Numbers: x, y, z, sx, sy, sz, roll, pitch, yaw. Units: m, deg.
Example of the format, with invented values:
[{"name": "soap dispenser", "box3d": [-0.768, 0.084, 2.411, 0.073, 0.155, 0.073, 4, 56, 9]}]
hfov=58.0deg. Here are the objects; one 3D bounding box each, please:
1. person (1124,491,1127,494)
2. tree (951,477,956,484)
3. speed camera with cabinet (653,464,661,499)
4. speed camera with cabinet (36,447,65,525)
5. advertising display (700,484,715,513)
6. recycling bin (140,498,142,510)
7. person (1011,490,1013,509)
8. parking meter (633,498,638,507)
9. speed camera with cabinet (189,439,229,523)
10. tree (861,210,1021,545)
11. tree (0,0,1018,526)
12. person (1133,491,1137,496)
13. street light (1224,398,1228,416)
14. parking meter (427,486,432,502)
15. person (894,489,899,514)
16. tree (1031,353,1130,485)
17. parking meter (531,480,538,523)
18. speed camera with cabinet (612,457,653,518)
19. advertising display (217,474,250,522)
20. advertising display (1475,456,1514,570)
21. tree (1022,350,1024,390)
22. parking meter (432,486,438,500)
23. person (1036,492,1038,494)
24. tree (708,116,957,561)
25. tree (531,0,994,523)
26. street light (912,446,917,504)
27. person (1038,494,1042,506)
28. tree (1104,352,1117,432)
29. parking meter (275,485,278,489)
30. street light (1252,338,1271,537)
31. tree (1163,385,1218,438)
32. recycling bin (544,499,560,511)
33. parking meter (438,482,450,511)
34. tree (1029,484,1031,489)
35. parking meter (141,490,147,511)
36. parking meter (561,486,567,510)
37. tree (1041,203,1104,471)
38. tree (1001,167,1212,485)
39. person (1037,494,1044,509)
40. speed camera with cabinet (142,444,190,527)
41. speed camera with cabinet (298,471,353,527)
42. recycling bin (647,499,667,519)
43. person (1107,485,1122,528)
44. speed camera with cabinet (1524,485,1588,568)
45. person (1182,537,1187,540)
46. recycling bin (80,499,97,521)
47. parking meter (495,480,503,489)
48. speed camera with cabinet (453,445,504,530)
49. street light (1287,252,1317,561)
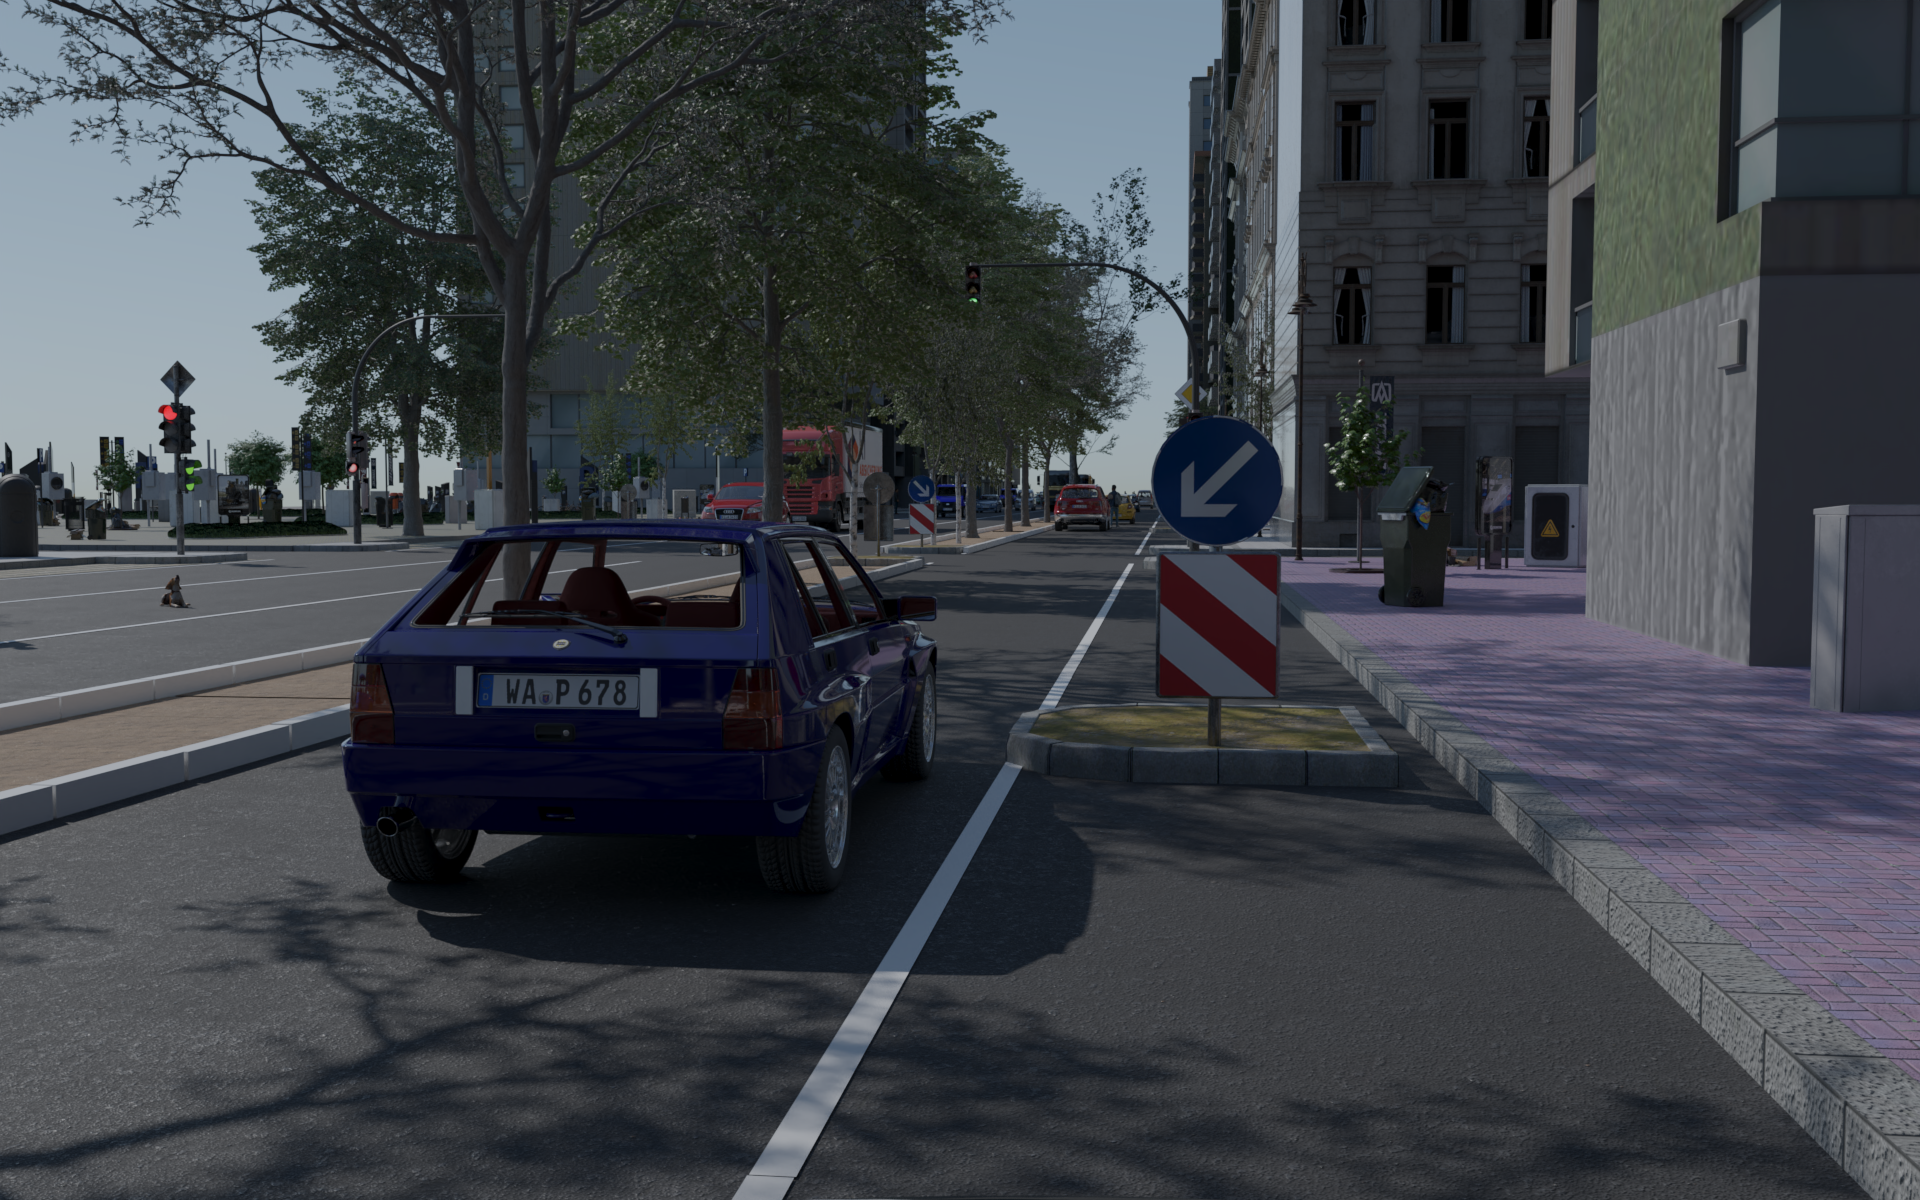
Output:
[{"name": "person", "box3d": [22.014, -13.653, 231.596, 0.599, 1.838, 0.709, 2, 4, 24]}, {"name": "tree", "box3d": [-0.524, -11.871, 188.694, 1.663, 3.219, 1.824, 0, 3, 0]}, {"name": "speed camera with cabinet", "box3d": [-19.933, -7.302, 113.729, 0.660, 3.252, 2.038, -1, 4, -8]}, {"name": "speed camera with cabinet", "box3d": [-38.092, -4.719, 71.489, 0.660, 3.252, 2.038, 2, 4, 30]}, {"name": "advertising display", "box3d": [-16.833, -6.733, 115.302, 0.974, 1.923, 0.123, 0, 4, -4]}, {"name": "recycling bin", "box3d": [-46.547, -5.312, 99.413, 0.722, 1.027, 0.722, 3, 5, 39]}, {"name": "person", "box3d": [4.885, -9.629, 166.024, 0.705, 1.814, 1.350, 0, 4, 6]}, {"name": "parking meter", "box3d": [-21.594, -6.520, 115.006, 0.372, 1.533, 0.369, 0, 3, 0]}, {"name": "speed camera with cabinet", "box3d": [-27.388, -4.227, 63.453, 0.660, 3.252, 2.038, 0, 4, 0]}, {"name": "tree", "box3d": [-0.689, -5.576, 43.994, 4.360, 8.622, 3.978, 0, 3, 0]}, {"name": "tree", "box3d": [-4.078, -6.290, 15.673, 12.009, 13.543, 11.850, 0, 3, 0]}, {"name": "person", "box3d": [22.940, -13.442, 228.263, 1.348, 1.826, 0.705, 2, 4, 29]}, {"name": "street light", "box3d": [12.748, -6.756, 83.245, 0.468, 5.910, 1.993, 0, 4, 7]}, {"name": "parking meter", "box3d": [-37.125, -7.075, 121.388, 0.399, 1.863, 0.255, 2, 4, 35]}, {"name": "person", "box3d": [-4.469, -6.984, 122.705, 0.705, 1.821, 1.348, 0, 4, -3]}, {"name": "tree", "box3d": [7.416, -11.205, 111.417, 9.928, 11.665, 9.643, 0, 3, 0]}, {"name": "parking meter", "box3d": [-17.121, -3.914, 69.700, 0.255, 1.863, 0.399, -1, 4, -13]}, {"name": "speed camera with cabinet", "box3d": [-17.448, -5.964, 91.839, 0.660, 3.252, 2.038, 3, 5, 42]}, {"name": "advertising display", "box3d": [-23.960, -3.176, 57.149, 0.974, 1.923, 0.123, -1, 4, -18]}, {"name": "advertising display", "box3d": [9.113, -1.489, 29.559, 0.974, 1.923, 0.123, -3, 5, -41]}, {"name": "tree", "box3d": [-0.049, -5.903, 49.338, 4.360, 8.622, 3.978, 0, 3, 0]}, {"name": "parking meter", "box3d": [-36.332, -7.027, 120.600, 0.399, 1.863, 0.255, 0, 4, 6]}, {"name": "person", "box3d": [11.414, -15.121, 256.173, 0.568, 1.767, 0.683, -2, 4, -33]}, {"name": "tree", "box3d": [-2.068, -4.934, 33.484, 4.737, 8.622, 4.395, 0, 3, 0]}, {"name": "tree", "box3d": [-2.948, -6.522, 27.225, 7.486, 12.596, 7.792, 0, 3, 0]}, {"name": "street light", "box3d": [-4.018, -11.060, 153.626, 0.468, 5.910, 1.993, 0, 4, 7]}, {"name": "person", "box3d": [9.670, -11.953, 207.157, 0.991, 1.433, 0.599, -3, 5, -40]}, {"name": "tree", "box3d": [2.913, -9.443, 74.976, 7.486, 12.596, 7.792, 0, 3, 0]}, {"name": "parking meter", "box3d": [-36.284, -5.259, 91.688, 0.399, 1.863, 0.255, -2, 4, -25]}, {"name": "street light", "box3d": [8.921, -4.806, 51.360, 0.468, 5.910, 1.993, 0, 4, 7]}, {"name": "tree", "box3d": [28.015, -17.880, 198.994, 9.857, 13.997, 8.962, 0, 3, 0]}, {"name": "recycling bin", "box3d": [-21.540, -4.822, 91.400, 0.722, 1.027, 0.722, 0, 4, -3]}, {"name": "parking meter", "box3d": [-25.293, -4.857, 85.127, 0.255, 1.863, 0.399, 3, 4, 37]}, {"name": "tree", "box3d": [11.063, -17.281, 277.146, 1.663, 3.219, 1.824, 0, 3, 0]}, {"name": "parking meter", "box3d": [-45.613, -5.416, 96.957, 0.372, 1.533, 0.369, 0, 3, 0]}, {"name": "parking meter", "box3d": [-27.157, -6.918, 118.814, 0.399, 1.863, 0.255, 0, 4, 1]}, {"name": "tree", "box3d": [0.427, -8.234, 55.216, 7.486, 12.596, 7.792, 0, 3, 0]}, {"name": "tree", "box3d": [7.654, -14.750, 99.513, 12.611, 20.169, 13.585, 0, 3, 0]}, {"name": "person", "box3d": [7.629, -9.235, 162.673, 0.628, 1.438, 0.799, 2, 4, 24]}, {"name": "speed camera with cabinet", "box3d": [-31.177, -4.532, 68.440, 2.038, 3.252, 0.660, 0, 4, 1]}, {"name": "speed camera with cabinet", "box3d": [-24.981, -4.526, 68.336, 2.038, 3.252, 0.660, 0, 4, 2]}, {"name": "recycling bin", "box3d": [-14.413, -4.271, 82.391, 0.722, 1.027, 0.722, 2, 4, 31]}, {"name": "person", "box3d": [6.348, -3.880, 71.924, 0.794, 1.824, 0.713, 1, 4, 17]}, {"name": "speed camera with cabinet", "box3d": [10.921, -2.186, 30.077, 2.038, 3.252, 0.660, 3, 4, 36]}, {"name": "person", "box3d": [7.306, -2.752, 54.325, 0.643, 1.720, 0.563, 2, 4, 31]}, {"name": "recycling bin", "box3d": [-41.442, -4.271, 82.378, 0.722, 1.027, 0.722, -2, 4, -31]}, {"name": "parking meter", "box3d": [-19.435, -4.137, 73.352, 0.399, 1.863, 0.255, 2, 4, 24]}, {"name": "speed camera with cabinet", "box3d": [-17.168, -4.128, 61.826, 2.038, 3.252, 0.660, 2, 4, 32]}, {"name": "street light", "box3d": [6.549, -3.700, 33.280, 0.468, 5.910, 1.993, 0, 4, 7]}]
